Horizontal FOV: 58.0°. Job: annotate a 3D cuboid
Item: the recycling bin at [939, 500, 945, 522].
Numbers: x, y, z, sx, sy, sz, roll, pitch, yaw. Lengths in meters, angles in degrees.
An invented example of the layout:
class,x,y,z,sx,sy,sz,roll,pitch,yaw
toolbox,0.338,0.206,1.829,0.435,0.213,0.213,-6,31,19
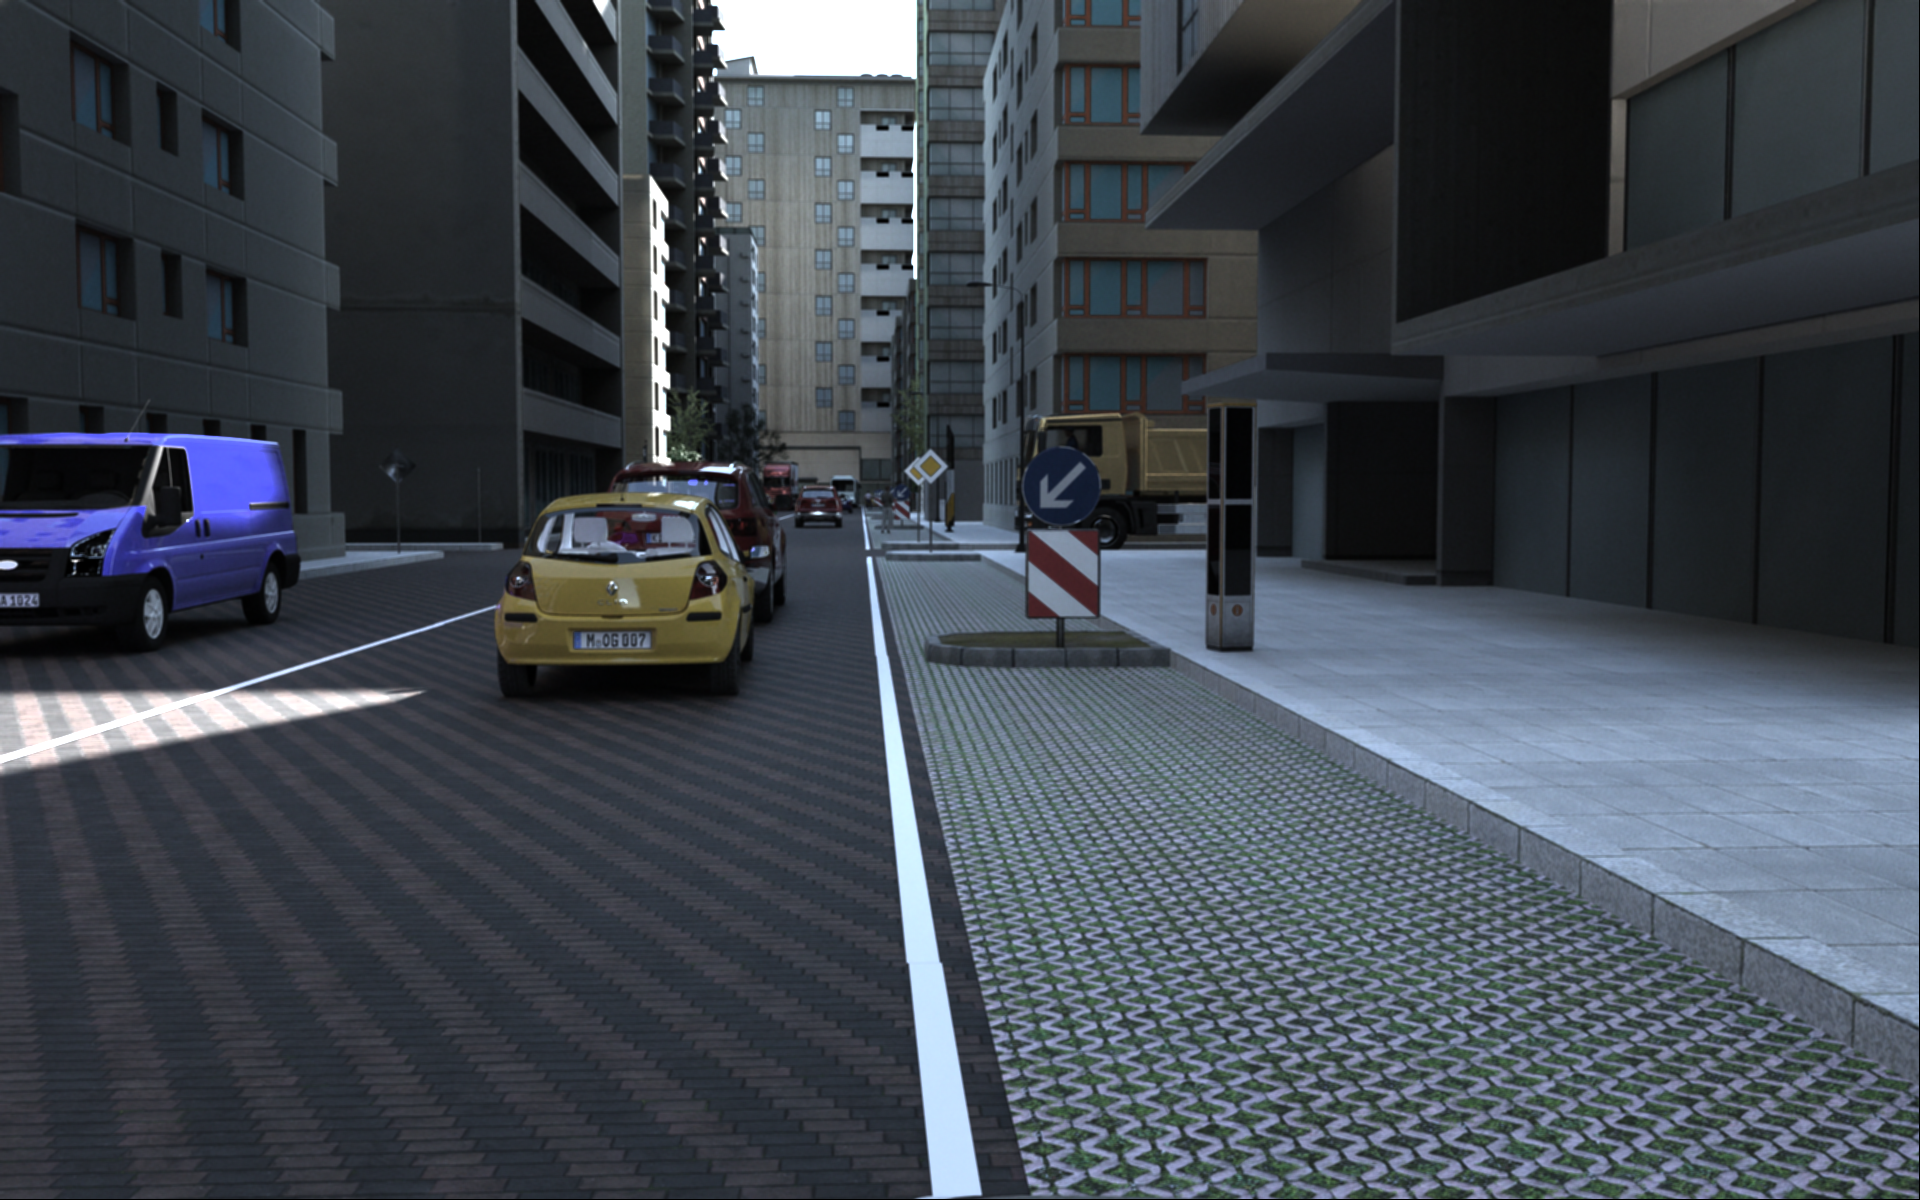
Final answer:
class,x,y,z,sx,sy,sz,roll,pitch,yaw
recycling bin,-0.677,-4.150,80.408,0.722,1.027,0.722,-1,4,-8

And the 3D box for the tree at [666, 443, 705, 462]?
class,x,y,z,sx,sy,sz,roll,pitch,yaw
tree,-17.738,-7.773,110.805,4.285,4.588,4.351,0,3,0

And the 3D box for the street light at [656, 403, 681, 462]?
class,x,y,z,sx,sy,sz,roll,pitch,yaw
street light,-14.972,-7.111,88.799,1.470,5.913,1.316,0,4,-3

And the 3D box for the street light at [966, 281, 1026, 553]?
class,x,y,z,sx,sy,sz,roll,pitch,yaw
street light,0.828,-4.002,37.970,1.470,5.913,1.316,0,4,-3

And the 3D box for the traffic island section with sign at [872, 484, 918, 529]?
class,x,y,z,sx,sy,sz,roll,pitch,yaw
traffic island section with sign,-2.486,-3.791,70.612,1.989,1.847,2.006,0,4,-3

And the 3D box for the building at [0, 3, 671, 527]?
class,x,y,z,sx,sy,sz,roll,pitch,yaw
building,-30.209,-14.828,87.469,27.650,21.520,28.899,0,4,-3

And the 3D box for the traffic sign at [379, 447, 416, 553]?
class,x,y,z,sx,sy,sz,roll,pitch,yaw
traffic sign,-12.121,-2.063,37.367,0.795,2.450,0.064,0,4,-3

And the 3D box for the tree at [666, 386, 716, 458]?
class,x,y,z,sx,sy,sz,roll,pitch,yaw
tree,-18.603,-10.196,117.075,4.737,8.622,4.395,0,3,0

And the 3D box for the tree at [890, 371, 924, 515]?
class,x,y,z,sx,sy,sz,roll,pitch,yaw
tree,-2.061,-9.423,104.421,4.737,8.622,4.395,0,3,0

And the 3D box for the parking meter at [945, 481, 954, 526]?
class,x,y,z,sx,sy,sz,roll,pitch,yaw
parking meter,-0.411,-3.873,69.037,0.255,1.863,0.399,2,4,24

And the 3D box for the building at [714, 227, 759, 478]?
class,x,y,z,sx,sy,sz,roll,pitch,yaw
building,-29.103,-25.503,188.668,14.107,30.474,14.160,0,4,-3

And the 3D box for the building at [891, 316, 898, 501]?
class,x,y,z,sx,sy,sz,roll,pitch,yaw
building,6.764,-20.711,183.662,27.650,21.520,28.899,0,4,-3

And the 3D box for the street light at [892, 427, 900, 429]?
class,x,y,z,sx,sy,sz,roll,pitch,yaw
street light,-3.997,-9.062,120.701,1.470,5.913,1.316,0,4,-3

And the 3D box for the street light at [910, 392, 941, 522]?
class,x,y,z,sx,sy,sz,roll,pitch,yaw
street light,-1.541,-6.500,78.822,1.470,5.913,1.316,0,4,-3

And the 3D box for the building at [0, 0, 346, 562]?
class,x,y,z,sx,sy,sz,roll,pitch,yaw
building,-26.253,-10.720,20.308,28.899,21.520,27.650,0,4,-3

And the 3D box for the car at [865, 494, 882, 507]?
class,x,y,z,sx,sy,sz,roll,pitch,yaw
car,-9.047,-10.467,181.362,2.015,1.641,3.980,0,4,-4

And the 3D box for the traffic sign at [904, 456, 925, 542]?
class,x,y,z,sx,sy,sz,roll,pitch,yaw
traffic sign,-1.102,-2.589,45.975,0.795,2.450,0.064,0,4,-3

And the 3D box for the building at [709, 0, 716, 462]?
class,x,y,z,sx,sy,sz,roll,pitch,yaw
building,-30.819,-43.981,157.340,20.563,71.187,20.611,0,4,-3

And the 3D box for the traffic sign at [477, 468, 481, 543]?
class,x,y,z,sx,sy,sz,roll,pitch,yaw
traffic sign,-12.578,-2.550,45.339,0.795,2.450,0.064,0,4,-3

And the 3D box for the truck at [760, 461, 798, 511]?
class,x,y,z,sx,sy,sz,roll,pitch,yaw
truck,-15.678,-9.928,151.232,2.839,4.237,11.283,0,4,-2

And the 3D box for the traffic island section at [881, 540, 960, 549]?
class,x,y,z,sx,sy,sz,roll,pitch,yaw
traffic island section,-1.078,-1.454,46.053,2.009,0.180,2.903,0,4,-3

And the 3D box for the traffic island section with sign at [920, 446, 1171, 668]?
class,x,y,z,sx,sy,sz,roll,pitch,yaw
traffic island section with sign,0.696,-0.398,15.137,1.989,1.847,2.006,0,4,-3

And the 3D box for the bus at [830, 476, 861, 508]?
class,x,y,z,sx,sy,sz,roll,pitch,yaw
bus,-12.141,-11.553,183.751,2.948,3.499,13.247,0,4,-1

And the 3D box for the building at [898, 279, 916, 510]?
class,x,y,z,sx,sy,sz,roll,pitch,yaw
building,8.926,-18.917,154.330,27.650,21.520,28.899,0,4,-3

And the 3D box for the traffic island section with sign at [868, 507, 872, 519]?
class,x,y,z,sx,sy,sz,roll,pitch,yaw
traffic island section with sign,-4.032,-5.440,97.574,1.989,1.847,2.006,0,4,-3

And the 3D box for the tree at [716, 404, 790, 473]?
class,x,y,z,sx,sy,sz,roll,pitch,yaw
tree,-21.113,-14.643,173.819,8.767,10.594,7.601,0,4,1

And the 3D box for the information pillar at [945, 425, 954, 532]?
class,x,y,z,sx,sy,sz,roll,pitch,yaw
information pillar,-0.331,-4.106,58.494,0.183,3.616,0.504,-1,4,-22

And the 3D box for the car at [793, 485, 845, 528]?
class,x,y,z,sx,sy,sz,roll,pitch,yaw
car,-6.165,-4.104,75.767,2.281,1.827,5.304,0,4,-4

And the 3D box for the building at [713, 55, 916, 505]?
class,x,y,z,sx,sy,sz,roll,pitch,yaw
building,-16.850,-38.439,217.716,27.495,52.752,28.713,0,4,-3

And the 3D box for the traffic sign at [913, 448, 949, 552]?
class,x,y,z,sx,sy,sz,roll,pitch,yaw
traffic sign,-0.644,-2.102,38.003,0.795,2.450,0.064,0,4,-3

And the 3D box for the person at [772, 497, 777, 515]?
class,x,y,z,sx,sy,sz,roll,pitch,yaw
person,-9.177,-4.472,85.865,0.306,1.304,0.590,1,4,10

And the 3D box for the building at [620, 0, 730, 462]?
class,x,y,z,sx,sy,sz,roll,pitch,yaw
building,-29.546,-29.287,133.471,22.147,44.769,28.867,0,4,-3

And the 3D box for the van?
class,x,y,z,sx,sy,sz,roll,pitch,yaw
van,-8.394,-0.797,17.418,2.240,2.365,5.245,0,4,-5

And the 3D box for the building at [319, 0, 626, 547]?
class,x,y,z,sx,sy,sz,roll,pitch,yaw
building,-22.812,-26.307,53.825,21.300,48.544,21.600,0,4,-3

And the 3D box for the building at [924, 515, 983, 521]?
class,x,y,z,sx,sy,sz,roll,pitch,yaw
building,5.119,-24.690,87.282,14.154,41.232,14.086,0,4,-3

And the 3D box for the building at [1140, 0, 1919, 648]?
class,x,y,z,sx,sy,sz,roll,pitch,yaw
building,17.807,-26.491,22.359,28.713,52.752,27.495,0,4,-3

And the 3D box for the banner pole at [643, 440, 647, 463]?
class,x,y,z,sx,sy,sz,roll,pitch,yaw
banner pole,-14.500,-5.493,79.834,0.401,3.779,0.863,0,4,1

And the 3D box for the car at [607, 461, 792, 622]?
class,x,y,z,sx,sy,sz,roll,pitch,yaw
car,-3.191,-0.747,20.885,2.281,1.827,5.304,0,4,-3

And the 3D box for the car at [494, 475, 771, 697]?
class,x,y,z,sx,sy,sz,roll,pitch,yaw
car,-2.529,-0.214,13.727,2.015,1.641,3.980,0,4,-5

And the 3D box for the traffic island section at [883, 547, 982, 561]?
class,x,y,z,sx,sy,sz,roll,pitch,yaw
traffic island section,-0.621,-0.966,38.081,2.009,0.180,2.903,0,4,-3

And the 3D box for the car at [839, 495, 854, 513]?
class,x,y,z,sx,sy,sz,roll,pitch,yaw
car,-8.947,-7.175,129.892,1.945,1.354,3.894,0,4,-5

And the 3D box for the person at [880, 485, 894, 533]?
class,x,y,z,sx,sy,sz,roll,pitch,yaw
person,-2.631,-3.317,63.289,0.519,1.759,0.362,1,4,17

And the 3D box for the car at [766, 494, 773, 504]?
class,x,y,z,sx,sy,sz,roll,pitch,yaw
car,-15.611,-7.718,136.409,2.015,1.641,3.980,0,4,-4

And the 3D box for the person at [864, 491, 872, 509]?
class,x,y,z,sx,sy,sz,roll,pitch,yaw
person,-7.959,-8.653,150.917,0.756,1.711,0.436,1,4,21

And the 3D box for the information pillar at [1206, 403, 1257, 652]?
class,x,y,z,sx,sy,sz,roll,pitch,yaw
information pillar,2.213,-0.592,14.171,0.304,2.012,0.304,-1,4,-16

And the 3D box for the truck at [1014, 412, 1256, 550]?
class,x,y,z,sx,sy,sz,roll,pitch,yaw
truck,5.430,-2.843,42.409,9.791,3.379,3.469,0,4,-5

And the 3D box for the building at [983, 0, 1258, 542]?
class,x,y,z,sx,sy,sz,roll,pitch,yaw
building,16.188,-13.130,59.707,28.899,21.520,27.650,0,4,-3

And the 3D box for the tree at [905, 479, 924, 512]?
class,x,y,z,sx,sy,sz,roll,pitch,yaw
tree,-2.823,-7.911,123.947,1.663,3.219,1.824,0,3,0

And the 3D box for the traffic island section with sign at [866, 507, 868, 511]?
class,x,y,z,sx,sy,sz,roll,pitch,yaw
traffic island section with sign,-6.943,-8.549,148.396,1.989,1.847,2.006,0,4,-3
